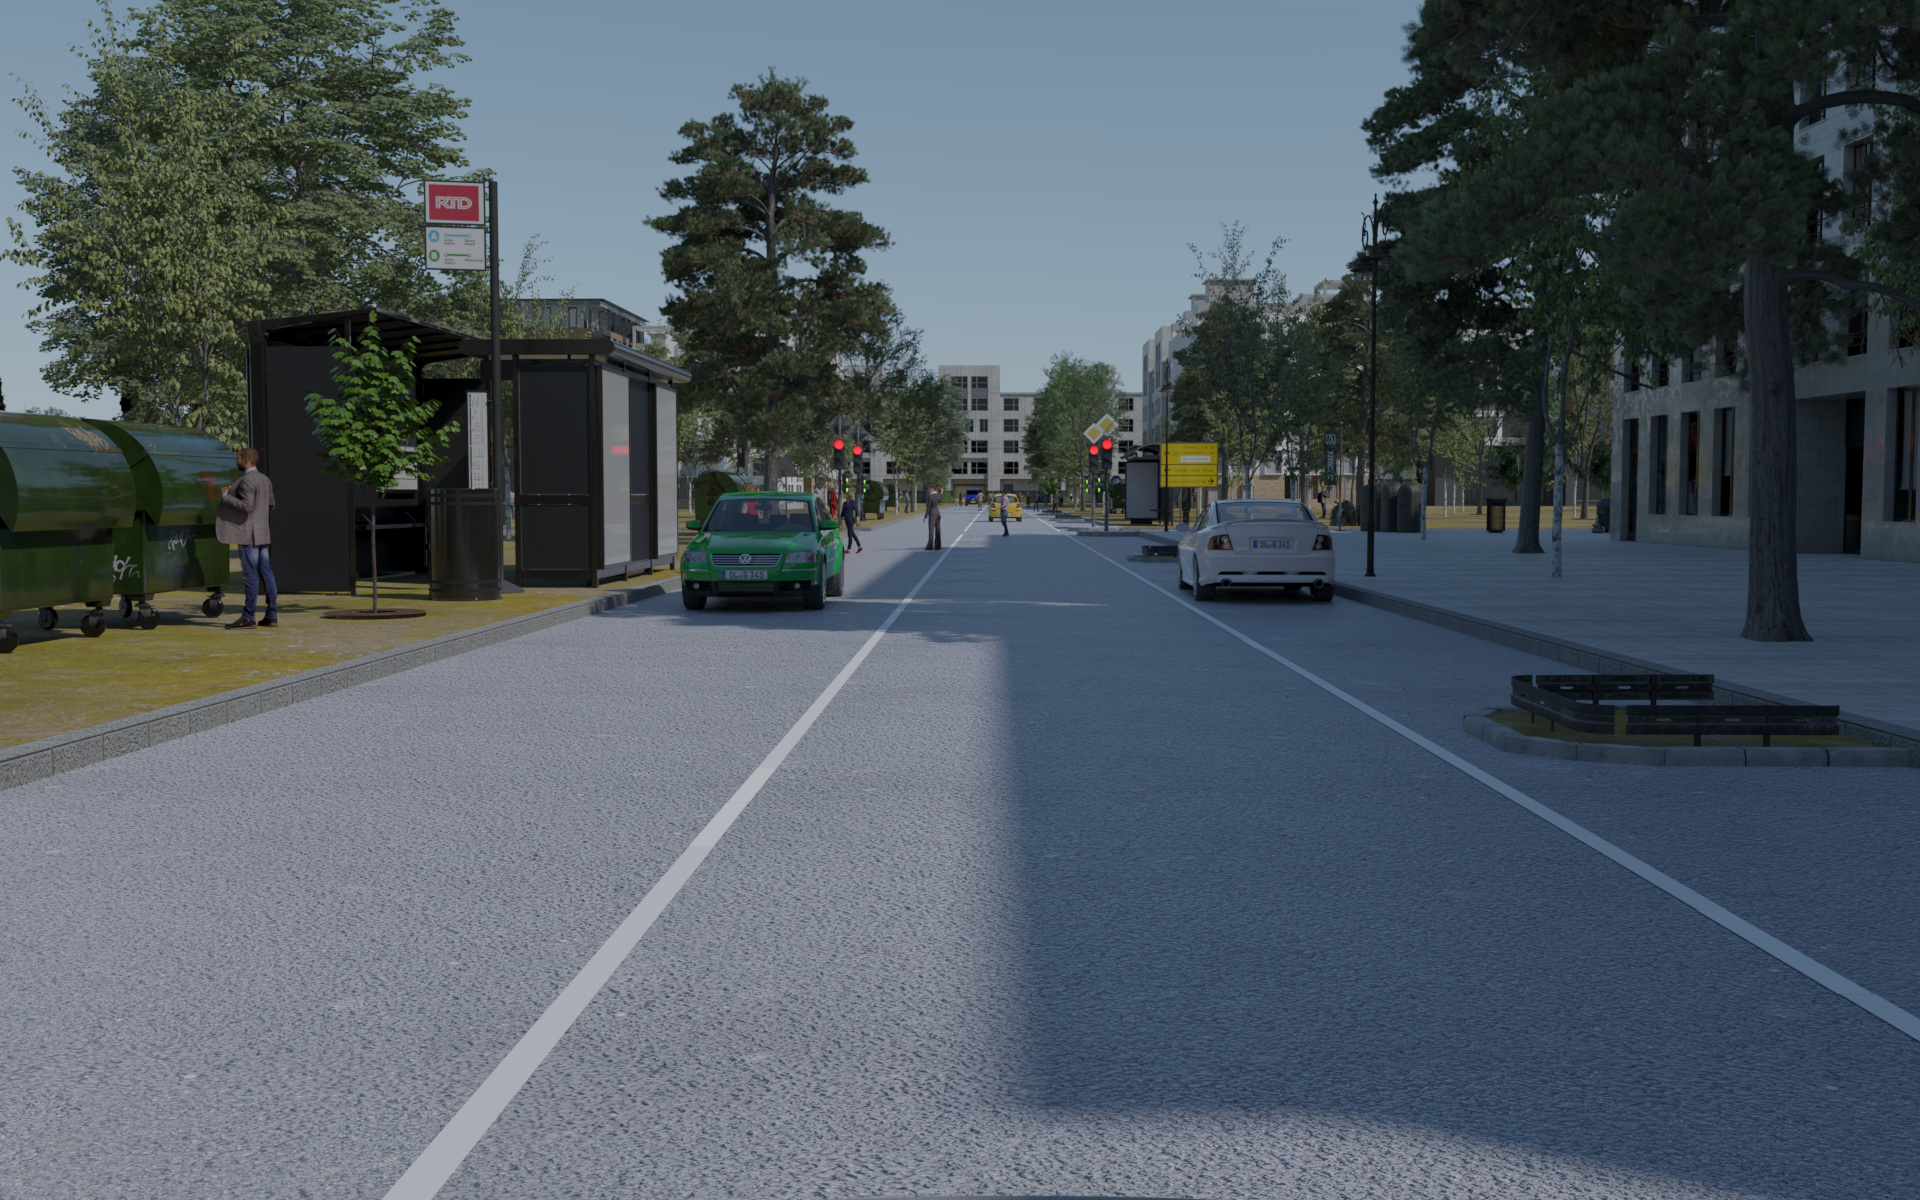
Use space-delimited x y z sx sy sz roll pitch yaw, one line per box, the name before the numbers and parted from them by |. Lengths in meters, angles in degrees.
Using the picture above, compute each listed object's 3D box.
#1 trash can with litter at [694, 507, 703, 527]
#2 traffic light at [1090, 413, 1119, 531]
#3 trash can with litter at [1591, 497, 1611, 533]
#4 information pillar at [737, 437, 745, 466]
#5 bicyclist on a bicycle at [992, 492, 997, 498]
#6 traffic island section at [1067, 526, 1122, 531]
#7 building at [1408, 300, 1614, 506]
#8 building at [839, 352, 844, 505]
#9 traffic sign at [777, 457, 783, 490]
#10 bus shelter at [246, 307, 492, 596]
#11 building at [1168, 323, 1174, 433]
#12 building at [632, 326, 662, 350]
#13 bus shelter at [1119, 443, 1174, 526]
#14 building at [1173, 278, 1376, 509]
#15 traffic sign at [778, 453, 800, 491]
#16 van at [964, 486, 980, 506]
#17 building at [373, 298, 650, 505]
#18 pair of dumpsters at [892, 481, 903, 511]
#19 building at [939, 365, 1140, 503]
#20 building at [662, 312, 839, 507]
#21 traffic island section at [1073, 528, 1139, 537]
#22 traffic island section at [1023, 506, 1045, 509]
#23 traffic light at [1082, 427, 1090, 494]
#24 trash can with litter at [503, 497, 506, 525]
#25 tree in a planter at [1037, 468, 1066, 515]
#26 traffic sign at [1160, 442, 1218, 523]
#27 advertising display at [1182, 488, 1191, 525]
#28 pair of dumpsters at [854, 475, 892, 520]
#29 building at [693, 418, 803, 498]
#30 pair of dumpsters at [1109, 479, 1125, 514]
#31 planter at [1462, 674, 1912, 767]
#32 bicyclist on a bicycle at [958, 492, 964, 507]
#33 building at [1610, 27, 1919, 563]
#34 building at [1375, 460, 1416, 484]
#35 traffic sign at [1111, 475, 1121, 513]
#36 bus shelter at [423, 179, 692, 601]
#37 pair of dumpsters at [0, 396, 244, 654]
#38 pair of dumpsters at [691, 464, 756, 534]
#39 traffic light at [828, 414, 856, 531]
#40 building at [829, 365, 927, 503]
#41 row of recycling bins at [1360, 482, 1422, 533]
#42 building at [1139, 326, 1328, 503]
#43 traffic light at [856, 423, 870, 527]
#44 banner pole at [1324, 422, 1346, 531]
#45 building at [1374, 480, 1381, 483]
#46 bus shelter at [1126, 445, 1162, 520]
trash can with litter | -8.794 -3.010 60.600 1.055 1.170 0.624 3 4 38
traffic light | 5.027 -4.304 59.612 0.839 4.213 0.868 0 4 1
trash can with litter | 21.124 -2.778 56.809 0.624 1.170 1.055 3 4 36
information pillar | -8.945 -4.851 70.665 0.183 3.616 0.504 2 4 24
bicyclist on a bicycle | 3.454 -9.678 168.259 1.499 1.676 1.625 0 4 0
traffic island section | 5.232 -2.778 67.707 2.009 0.180 2.903 0 4 1
building | 67.067 -21.298 192.197 32.646 21.610 27.936 0 4 1
building | -19.475 -21.074 200.985 11.380 20.091 16.016 0 4 1
traffic sign | -6.072 -3.497 57.282 0.768 2.556 0.104 0 4 2
bus shelter | -8.118 -2.058 24.927 1.731 3.624 6.357 0 4 1
building | 28.557 -19.120 169.036 16.016 20.091 11.380 0 4 1
building | -30.860 -21.066 200.855 11.380 20.091 16.016 0 4 1
bus shelter | 7.780 -4.740 71.415 2.014 3.302 5.546 0 4 1
building | 28.285 -18.415 157.510 16.016 20.091 11.380 0 4 1
traffic sign | -5.473 -3.336 54.555 0.884 2.594 0.081 1 4 8
van | 1.584 -12.237 204.451 2.240 2.365 5.245 0 4 1
building | -53.130 -21.481 195.197 32.646 21.610 27.936 0 4 1
pair of dumpsters | -5.098 -7.676 127.991 1.574 2.255 4.436 0 4 1
building | 12.980 -23.215 246.026 31.486 18.905 16.747 0 4 1
building | -21.278 -19.683 178.233 16.016 20.091 11.380 0 4 1
traffic island section | 5.066 -2.290 59.724 2.009 0.180 2.903 0 4 1
traffic island section | 7.339 -8.969 169.506 1.991 0.108 1.994 0 4 1
traffic light | 5.192 -4.792 67.595 0.839 4.213 0.868 0 4 1
trash can with litter | -18.844 -3.612 70.442 0.624 1.170 1.055 3 4 37
tree in a planter | 6.301 -7.485 119.610 1.991 3.239 1.994 0 4 1
traffic sign | 8.980 -4.530 67.939 2.265 3.308 0.079 1 4 9
advertising display | 9.219 -4.001 70.625 0.123 1.923 0.974 0 4 -7
pair of dumpsters | -4.492 -5.198 87.474 1.574 2.255 4.436 0 4 1
building | -18.719 -13.210 158.134 9.099 9.664 28.070 0 4 1
pair of dumpsters | 10.370 -6.770 113.176 1.574 2.255 4.436 0 4 1
planter | 4.032 0.676 10.094 1.991 0.319 1.994 0 4 1
bicyclist on a bicycle | 0.063 -11.008 189.998 1.499 1.676 1.625 0 4 1
building | 23.087 -11.272 39.055 10.420 20.320 16.860 0 4 1
building | 45.193 -20.964 199.188 11.380 20.091 16.016 0 4 1
traffic sign | 10.559 -7.157 117.119 0.768 2.556 0.104 0 4 7
bus shelter | -5.700 -2.890 24.880 2.179 5.291 8.768 0 4 1
pair of dumpsters | -8.177 -0.817 15.855 1.574 2.255 4.436 0 4 1
pair of dumpsters | -7.440 -3.185 54.562 1.574 2.255 4.436 0 4 1
traffic light | -4.133 -4.314 59.785 0.839 4.213 0.868 0 4 1
building | -18.888 -23.213 245.982 31.486 18.905 16.747 0 4 1
row of recycling bins | 14.591 -3.154 58.689 1.069 1.692 3.534 -1 4 -12
building | 29.765 -19.831 190.693 16.747 18.905 31.486 0 4 1
traffic light | -3.968 -4.803 67.768 0.839 4.213 0.868 0 4 1
banner pole | 12.978 -4.282 60.033 0.863 3.779 0.401 3 5 39
building | 55.836 -23.159 245.108 31.486 18.905 16.747 0 4 1
bus shelter | 9.276 -5.772 85.655 1.731 3.624 6.357 0 4 1
